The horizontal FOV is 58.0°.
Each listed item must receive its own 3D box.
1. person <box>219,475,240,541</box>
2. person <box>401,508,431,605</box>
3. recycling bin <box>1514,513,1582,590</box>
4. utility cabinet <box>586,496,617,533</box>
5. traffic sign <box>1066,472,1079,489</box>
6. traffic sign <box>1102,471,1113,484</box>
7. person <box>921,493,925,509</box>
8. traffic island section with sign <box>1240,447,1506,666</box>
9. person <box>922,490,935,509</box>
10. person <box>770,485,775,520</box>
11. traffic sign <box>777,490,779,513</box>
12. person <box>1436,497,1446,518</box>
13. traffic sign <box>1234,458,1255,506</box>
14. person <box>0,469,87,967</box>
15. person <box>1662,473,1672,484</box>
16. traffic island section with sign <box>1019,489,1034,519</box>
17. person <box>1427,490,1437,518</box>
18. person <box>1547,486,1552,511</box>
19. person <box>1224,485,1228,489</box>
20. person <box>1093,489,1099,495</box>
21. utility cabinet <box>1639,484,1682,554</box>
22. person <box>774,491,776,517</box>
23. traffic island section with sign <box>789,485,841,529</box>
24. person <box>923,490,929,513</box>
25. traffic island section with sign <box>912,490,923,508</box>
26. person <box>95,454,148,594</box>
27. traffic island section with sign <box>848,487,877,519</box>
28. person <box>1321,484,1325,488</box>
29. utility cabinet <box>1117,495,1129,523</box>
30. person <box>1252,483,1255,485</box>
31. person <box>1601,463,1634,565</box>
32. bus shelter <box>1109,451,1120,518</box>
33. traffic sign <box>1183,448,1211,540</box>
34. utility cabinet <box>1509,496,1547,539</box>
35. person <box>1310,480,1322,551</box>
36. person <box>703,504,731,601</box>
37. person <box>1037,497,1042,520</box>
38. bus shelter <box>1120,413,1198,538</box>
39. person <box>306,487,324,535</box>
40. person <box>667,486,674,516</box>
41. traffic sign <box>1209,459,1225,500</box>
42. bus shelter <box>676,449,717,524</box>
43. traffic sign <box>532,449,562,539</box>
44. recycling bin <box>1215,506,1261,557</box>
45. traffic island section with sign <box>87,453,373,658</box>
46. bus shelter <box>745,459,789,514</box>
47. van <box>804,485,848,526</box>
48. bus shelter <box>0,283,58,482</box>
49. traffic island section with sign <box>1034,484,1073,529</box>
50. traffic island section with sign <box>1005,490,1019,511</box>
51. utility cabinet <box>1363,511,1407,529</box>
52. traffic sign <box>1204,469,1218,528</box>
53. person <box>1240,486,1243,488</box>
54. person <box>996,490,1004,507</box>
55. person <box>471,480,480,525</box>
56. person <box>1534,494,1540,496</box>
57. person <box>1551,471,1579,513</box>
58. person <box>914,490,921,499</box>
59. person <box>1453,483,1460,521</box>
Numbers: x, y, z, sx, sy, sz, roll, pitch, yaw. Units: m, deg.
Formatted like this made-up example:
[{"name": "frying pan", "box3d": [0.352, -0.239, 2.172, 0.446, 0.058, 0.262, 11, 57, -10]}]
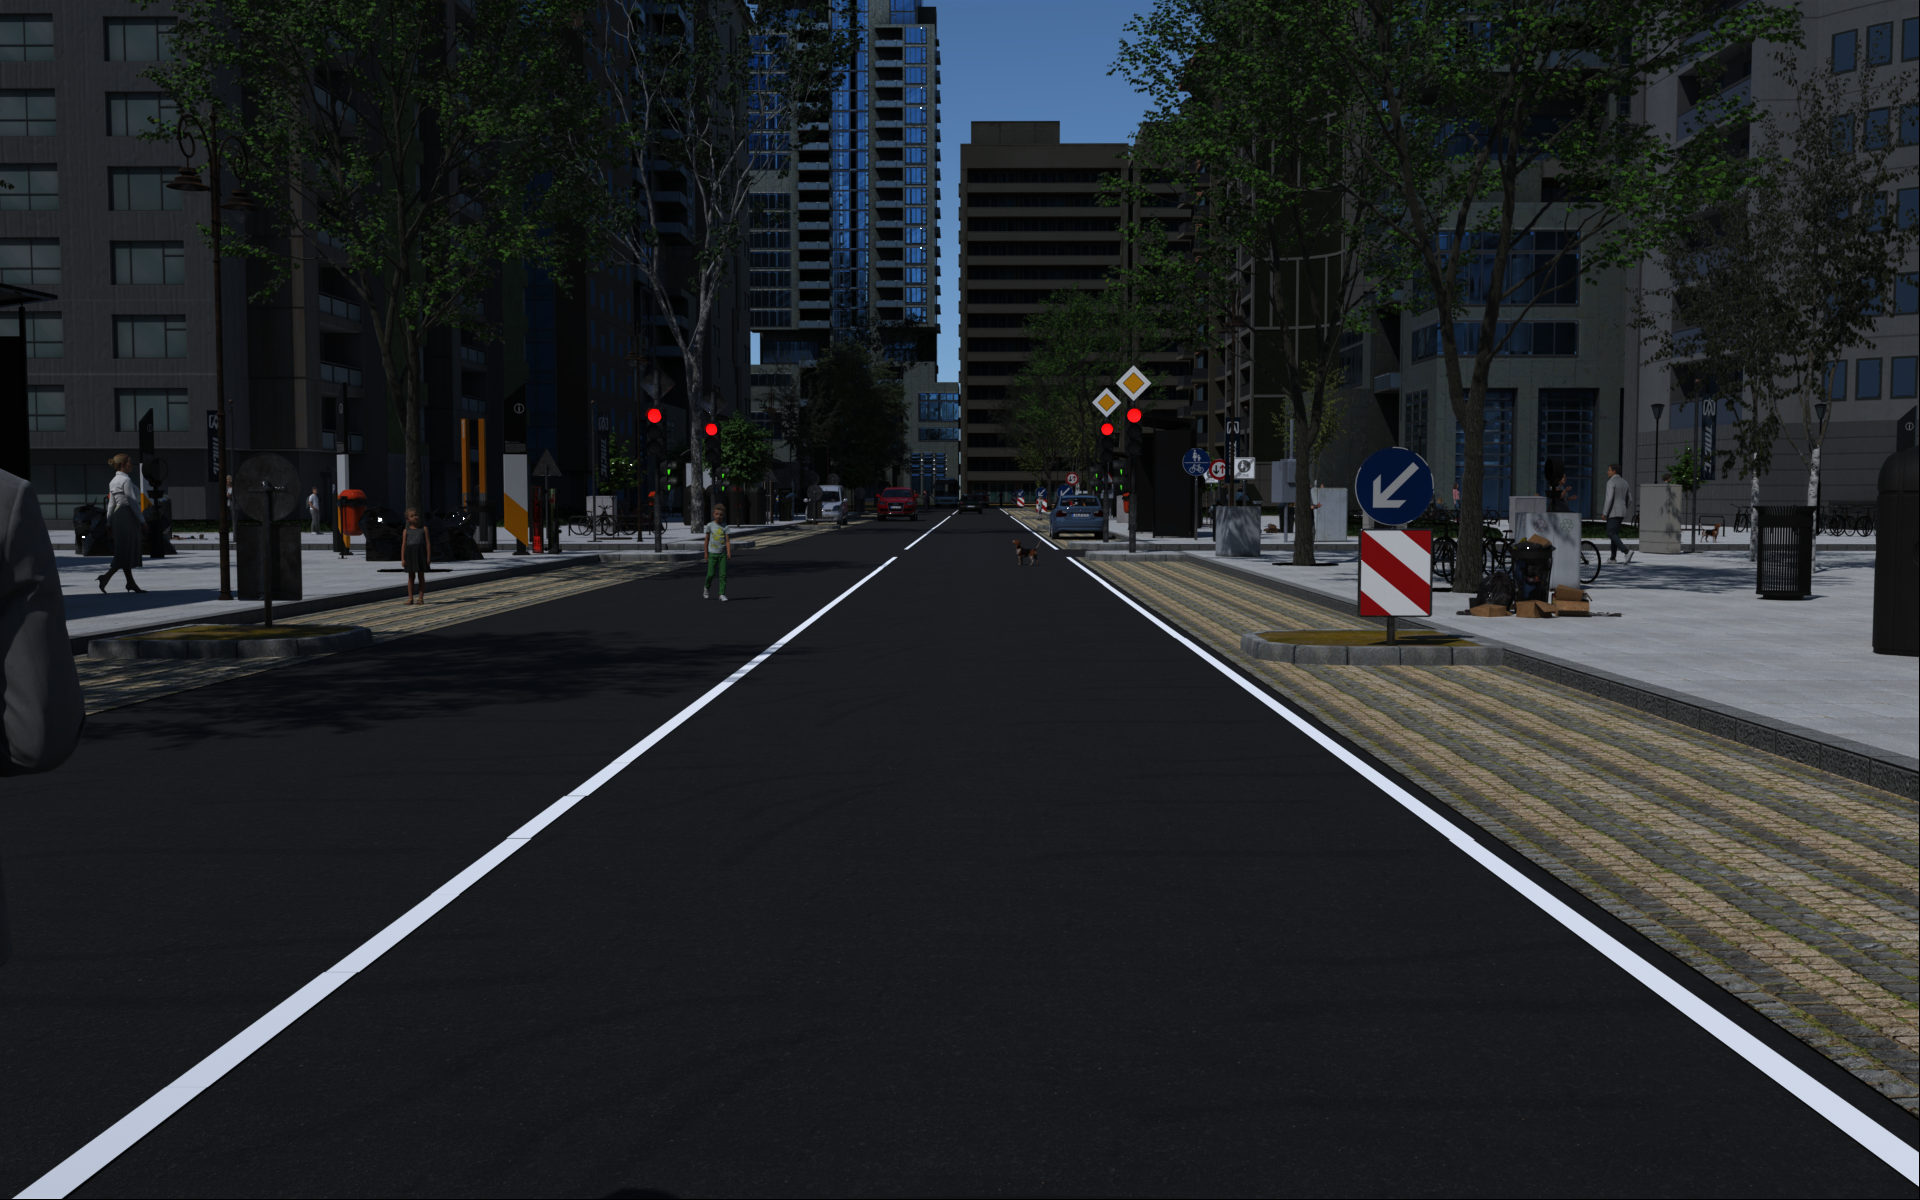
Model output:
[{"name": "person", "box3d": [-20.102, -2.539, 47.742, 0.537, 1.800, 0.526, 0, 4, 5]}, {"name": "person", "box3d": [-6.993, -0.557, 22.275, 0.362, 1.253, 0.373, 0, 4, -5]}, {"name": "recycling bin", "box3d": [7.927, -0.662, 23.379, 0.722, 1.027, 0.722, 0, 4, 5]}, {"name": "utility cabinet", "box3d": [-11.981, -2.859, 57.905, 1.020, 1.237, 0.306, 1, 4, 21]}, {"name": "traffic sign", "box3d": [6.511, -6.141, 100.509, 0.768, 2.556, 0.104, 0, 4, 2]}, {"name": "traffic sign", "box3d": [7.546, -5.448, 89.078, 0.884, 2.594, 0.081, 0, 4, 2]}, {"name": "person", "box3d": [-3.391, -9.860, 170.434, 1.217, 1.735, 0.721, -3, 4, -39]}, {"name": "traffic island section with sign", "box3d": [3.549, -0.409, 15.316, 1.989, 1.847, 2.006, 0, 4, 1]}, {"name": "person", "box3d": [-3.037, -9.543, 164.608, 1.350, 1.814, 0.705, -2, 4, -33]}, {"name": "person", "box3d": [-9.523, -4.865, 86.177, 0.643, 1.750, 0.593, -1, 4, -11]}, {"name": "traffic sign", "box3d": [-12.110, -7.038, 115.176, 0.768, 2.556, 0.104, 0, 4, 8]}, {"name": "person", "box3d": [21.663, -4.061, 77.942, 0.738, 1.151, 1.012, 0, 4, 6]}, {"name": "traffic sign", "box3d": [7.965, -2.843, 48.608, 0.606, 2.300, 0.079, 1, 4, 8]}, {"name": "person", "box3d": [-1.494, 0.389, 2.337, 0.606, 1.804, 0.583, -1, 4, -22]}, {"name": "person", "box3d": [18.343, -2.386, 45.071, 0.654, 1.822, 0.581, -3, 5, -40]}, {"name": "traffic island section with sign", "box3d": [4.494, -5.488, 98.362, 1.989, 1.847, 2.006, 0, 4, 1]}, {"name": "person", "box3d": [20.403, -4.200, 74.893, 0.592, 1.802, 0.473, -1, 4, -20]}, {"name": "person", "box3d": [26.762, -4.442, 78.449, 0.659, 1.850, 0.755, -3, 4, -39]}, {"name": "person", "box3d": [13.475, -5.010, 88.523, 0.524, 1.755, 0.480, 1, 4, 11]}, {"name": "person", "box3d": [11.623, -8.759, 149.780, 0.617, 1.759, 0.750, 3, 5, 40]}, {"name": "utility cabinet", "box3d": [15.071, -1.748, 37.251, 0.318, 1.500, 1.173, 0, 4, -8]}, {"name": "person", "box3d": [-10.711, -5.633, 98.988, 0.563, 1.720, 0.643, -1, 4, -11]}, {"name": "traffic island section with sign", "box3d": [-5.938, -3.829, 71.228, 1.989, 1.847, 2.006, 0, 4, 1]}, {"name": "person", "box3d": [-2.546, -7.286, 128.541, 0.530, 1.710, 0.541, 1, 4, 8]}, {"name": "traffic island section with sign", "box3d": [-4.757, -10.171, 174.925, 1.989, 1.847, 2.006, 0, 4, 1]}, {"name": "person", "box3d": [-10.782, -0.977, 22.238, 0.641, 1.798, 0.478, -3, 4, -38]}, {"name": "traffic island section with sign", "box3d": [-5.634, -5.479, 98.205, 1.989, 1.847, 2.006, 0, 4, 1]}, {"name": "person", "box3d": [18.535, -5.049, 88.690, 0.767, 1.812, 0.694, -1, 4, -8]}, {"name": "utility cabinet", "box3d": [7.428, -4.001, 76.581, 1.020, 1.237, 0.306, 2, 4, 35]}, {"name": "person", "box3d": [13.297, -4.451, 79.155, 0.601, 1.785, 0.444, -3, 5, -39]}, {"name": "person", "box3d": [11.992, -1.566, 31.487, 0.661, 1.843, 0.795, -2, 4, -33]}, {"name": "bus shelter", "box3d": [8.827, -6.454, 96.814, 1.731, 3.624, 6.357, 0, 4, 1]}, {"name": "traffic sign", "box3d": [6.556, -2.933, 48.058, 0.768, 2.556, 0.104, 0, 4, 7]}, {"name": "utility cabinet", "box3d": [15.325, -2.176, 46.738, 1.020, 1.237, 0.306, -1, 4, -21]}, {"name": "person", "box3d": [8.392, -2.013, 41.614, 0.583, 1.804, 0.606, 3, 4, 37]}, {"name": "person", "box3d": [-3.270, -0.643, 23.265, 0.306, 1.304, 0.590, -2, 4, -32]}, {"name": "person", "box3d": [4.295, -4.941, 93.564, 0.394, 1.301, 0.425, 1, 4, 14]}, {"name": "bus shelter", "box3d": [6.167, -3.809, 53.557, 1.731, 3.624, 6.357, 0, 4, 1]}, {"name": "person", "box3d": [-20.359, -2.816, 54.686, 0.523, 1.515, 0.503, -2, 4, -25]}, {"name": "person", "box3d": [-17.304, -5.980, 103.700, 0.514, 1.842, 0.818, 1, 4, 20]}, {"name": "traffic sign", "box3d": [9.395, -3.836, 62.817, 0.768, 2.556, 0.104, 0, 4, 5]}, {"name": "bus shelter", "box3d": [-11.213, -5.116, 77.576, 2.014, 3.302, 5.546, 0, 4, 1]}, {"name": "traffic sign", "box3d": [-11.823, -3.030, 49.551, 0.884, 2.594, 0.081, 0, 4, 4]}, {"name": "recycling bin", "box3d": [5.731, -1.416, 35.702, 0.722, 1.027, 0.722, -1, 4, -15]}, {"name": "traffic island section with sign", "box3d": [-6.575, -0.448, 15.948, 1.989, 1.847, 2.006, 0, 4, 1]}, {"name": "bus shelter", "box3d": [-10.689, -6.179, 94.948, 2.014, 3.302, 5.546, 0, 4, 1]}, {"name": "van", "box3d": [-6.082, -4.415, 79.204, 2.013, 2.044, 4.112, 0, 4, 1]}, {"name": "bus shelter", "box3d": [-11.558, -1.604, 17.514, 1.731, 3.624, 6.357, 0, 4, 1]}, {"name": "traffic island section with sign", "box3d": [4.174, -3.828, 71.209, 1.989, 1.847, 2.006, 0, 4, 1]}, {"name": "traffic island section with sign", "box3d": [5.045, -8.502, 147.643, 1.989, 1.847, 2.006, 0, 4, 1]}, {"name": "utility cabinet", "box3d": [11.134, -2.242, 45.342, 1.173, 1.500, 0.318, -1, 4, -20]}, {"name": "traffic sign", "box3d": [9.591, -3.916, 66.163, 0.606, 2.300, 0.079, 0, 4, 4]}, {"name": "person", "box3d": [17.092, -6.070, 105.474, 0.511, 1.800, 0.466, 2, 4, 24]}, {"name": "person", "box3d": [4.471, -11.106, 190.051, 0.705, 1.831, 1.348, -2, 4, -34]}, {"name": "person", "box3d": [-20.081, -4.046, 71.994, 0.447, 1.846, 0.655, -3, 4, -38]}, {"name": "person", "box3d": [21.118, -3.234, 63.175, 0.590, 1.304, 0.306, 2, 4, 30]}, {"name": "person", "box3d": [12.616, -1.826, 36.259, 0.532, 1.782, 0.716, 2, 4, 32]}, {"name": "person", "box3d": [-3.990, -8.757, 152.205, 1.217, 1.766, 0.721, 1, 4, 17]}, {"name": "person", "box3d": [23.644, -4.673, 82.464, 0.388, 1.821, 0.555, 2, 4, 29]}]
